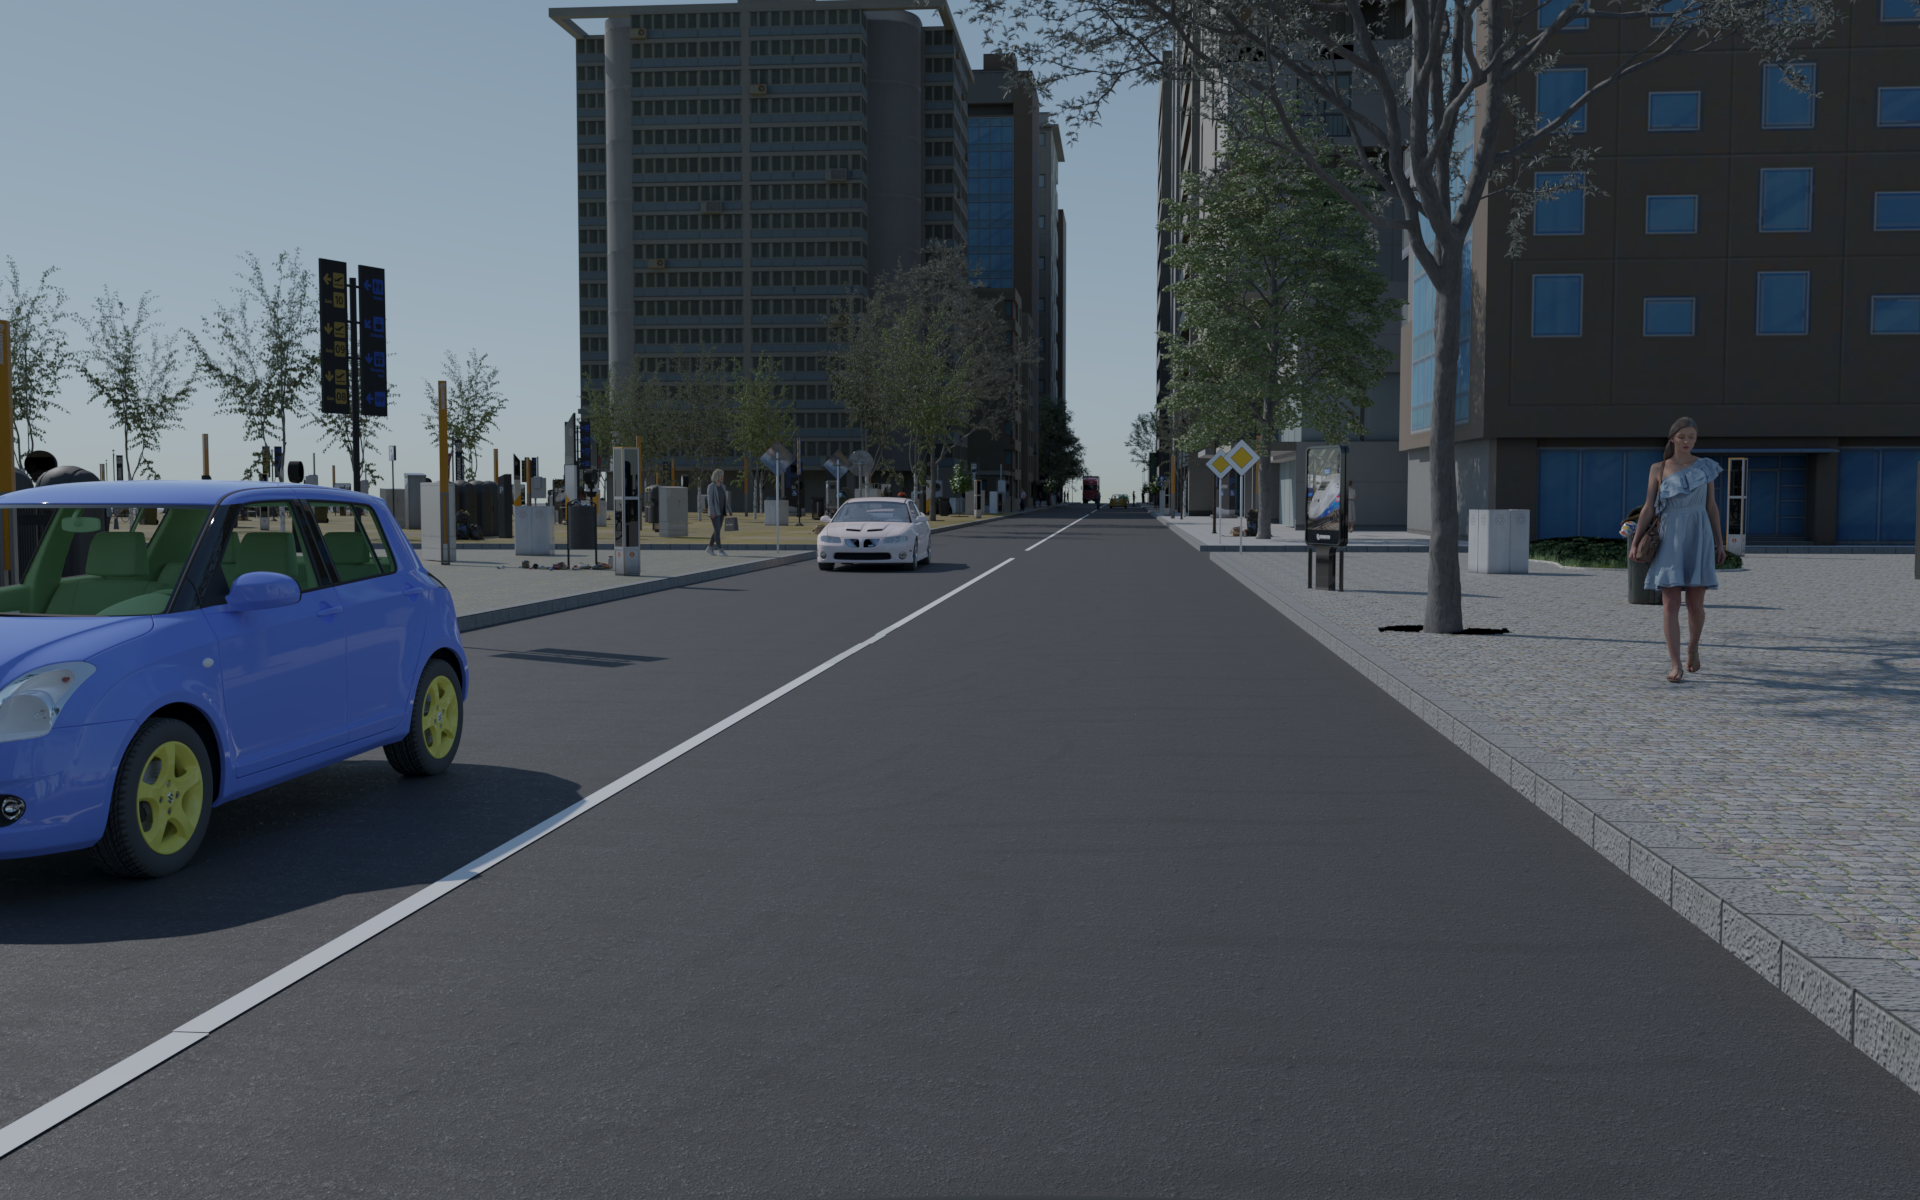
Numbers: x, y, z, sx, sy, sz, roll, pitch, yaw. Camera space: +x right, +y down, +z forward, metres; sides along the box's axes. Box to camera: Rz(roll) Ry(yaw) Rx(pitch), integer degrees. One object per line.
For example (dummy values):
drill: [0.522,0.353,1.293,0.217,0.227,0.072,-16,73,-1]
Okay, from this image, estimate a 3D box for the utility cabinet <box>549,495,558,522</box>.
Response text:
utility cabinet: [-18.176,-4.145,78.939,1.020,1.237,0.306,1,4,13]

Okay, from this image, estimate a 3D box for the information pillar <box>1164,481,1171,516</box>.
information pillar: [12.027,-5.865,100.391,0.304,2.012,0.304,1,4,18]

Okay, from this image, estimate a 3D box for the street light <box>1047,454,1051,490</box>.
street light: [9.506,-12.991,185.198,0.468,5.910,1.993,0,4,5]

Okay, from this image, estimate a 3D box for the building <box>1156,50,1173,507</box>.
building: [31.582,-34.130,181.719,21.300,48.544,21.600,0,4,5]

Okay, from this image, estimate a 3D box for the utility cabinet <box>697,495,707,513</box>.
utility cabinet: [-17.558,-6.604,119.138,1.020,1.237,0.306,1,4,15]

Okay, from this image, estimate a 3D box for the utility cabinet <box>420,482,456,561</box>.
utility cabinet: [-9.981,-1.498,33.164,0.318,1.500,1.173,-2,4,-34]

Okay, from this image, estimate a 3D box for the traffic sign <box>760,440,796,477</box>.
traffic sign: [-3.974,-2.166,37.609,0.795,2.593,0.064,0,4,5]

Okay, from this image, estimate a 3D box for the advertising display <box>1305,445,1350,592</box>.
advertising display: [4.882,-1.093,23.080,0.123,1.923,0.974,-1,4,-17]

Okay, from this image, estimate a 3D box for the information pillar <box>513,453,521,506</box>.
information pillar: [-25.537,-6.635,99.838,0.183,3.616,0.504,2,4,32]

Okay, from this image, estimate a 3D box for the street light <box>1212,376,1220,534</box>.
street light: [8.261,-5.094,56.068,0.468,5.910,1.993,0,4,5]

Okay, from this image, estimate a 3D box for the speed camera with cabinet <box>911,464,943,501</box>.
speed camera with cabinet: [-2.166,-7.327,114.127,2.038,3.252,0.660,1,4,9]

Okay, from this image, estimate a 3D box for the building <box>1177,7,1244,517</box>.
building: [24.649,-29.552,106.878,21.300,48.544,21.600,0,4,5]

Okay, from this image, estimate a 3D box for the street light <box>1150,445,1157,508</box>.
street light: [18.476,-11.694,163.977,0.468,5.910,1.993,0,4,5]

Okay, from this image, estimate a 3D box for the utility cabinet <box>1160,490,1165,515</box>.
utility cabinet: [12.730,-6.014,107.003,0.318,1.500,1.173,-1,4,-18]

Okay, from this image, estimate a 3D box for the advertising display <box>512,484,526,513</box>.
advertising display: [-28.778,-6.583,112.843,0.974,1.923,0.123,-3,5,-43]

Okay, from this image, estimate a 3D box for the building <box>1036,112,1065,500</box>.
building: [-0.048,-40.050,244.049,28.713,52.752,27.495,0,4,5]

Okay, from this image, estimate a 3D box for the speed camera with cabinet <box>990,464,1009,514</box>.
speed camera with cabinet: [2.615,-7.321,114.036,0.660,3.252,2.038,2,4,25]

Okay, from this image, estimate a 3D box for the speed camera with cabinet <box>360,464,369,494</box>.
speed camera with cabinet: [-39.399,-7.312,113.890,0.660,3.252,2.038,-2,4,-31]

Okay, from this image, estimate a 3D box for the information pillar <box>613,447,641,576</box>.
information pillar: [-5.226,-1.387,27.168,0.304,2.012,0.304,-3,5,-41]

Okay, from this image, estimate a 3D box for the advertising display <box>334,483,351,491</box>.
advertising display: [-36.179,-5.890,101.517,0.974,1.923,0.123,-1,4,-16]

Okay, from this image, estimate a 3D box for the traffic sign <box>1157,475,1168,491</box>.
traffic sign: [13.735,-7.176,117.431,0.768,2.556,0.104,1,4,12]

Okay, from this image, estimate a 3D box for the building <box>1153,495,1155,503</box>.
building: [42.482,-33.132,233.584,32.217,40.220,23.993,0,4,5]

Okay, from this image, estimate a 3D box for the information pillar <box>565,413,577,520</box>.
information pillar: [-11.239,-3.590,50.058,0.504,3.616,0.183,3,5,45]

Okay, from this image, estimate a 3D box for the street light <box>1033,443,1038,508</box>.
street light: [6.687,-11.091,154.122,0.468,5.910,1.993,0,4,5]

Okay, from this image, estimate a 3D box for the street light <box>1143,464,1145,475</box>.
street light: [23.332,-14.813,214.980,0.468,5.910,1.993,0,4,5]

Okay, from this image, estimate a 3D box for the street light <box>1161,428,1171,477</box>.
street light: [14.206,-8.906,118.404,0.468,5.910,1.993,0,4,5]

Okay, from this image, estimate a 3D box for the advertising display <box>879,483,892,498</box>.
advertising display: [-4.418,-5.973,102.864,0.123,1.923,0.974,3,4,38]

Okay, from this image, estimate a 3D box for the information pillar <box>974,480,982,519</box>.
information pillar: [0.932,-5.285,90.902,0.304,2.012,0.304,-2,4,-23]

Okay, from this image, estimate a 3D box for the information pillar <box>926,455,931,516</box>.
information pillar: [-1.772,-6.819,102.852,0.504,3.616,0.183,0,4,-5]

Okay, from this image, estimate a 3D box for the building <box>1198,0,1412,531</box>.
building: [24.094,-29.518,71.862,28.713,52.752,27.495,0,4,5]

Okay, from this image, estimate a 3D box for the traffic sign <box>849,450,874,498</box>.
traffic sign: [-2.884,-3.065,50.225,0.768,2.556,0.104,1,4,10]

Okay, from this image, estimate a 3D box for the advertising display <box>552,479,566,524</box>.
advertising display: [-17.035,-4.216,74.144,0.123,1.923,0.974,2,4,34]

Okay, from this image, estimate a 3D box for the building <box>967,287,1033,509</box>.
building: [-7.771,-19.321,160.931,27.650,21.520,28.899,0,4,5]

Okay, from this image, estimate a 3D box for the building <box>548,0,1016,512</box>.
building: [-12.197,-27.008,133.462,32.217,40.220,23.993,0,4,5]

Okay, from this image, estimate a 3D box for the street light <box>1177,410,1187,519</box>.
street light: [11.198,-7.007,87.347,0.468,5.910,1.993,0,4,5]

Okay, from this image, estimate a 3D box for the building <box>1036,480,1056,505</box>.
building: [-4.106,-32.218,218.642,32.217,40.220,23.993,0,4,5]

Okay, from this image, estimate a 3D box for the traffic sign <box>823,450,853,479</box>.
traffic sign: [-3.221,-2.653,45.559,0.795,2.593,0.064,0,4,5]

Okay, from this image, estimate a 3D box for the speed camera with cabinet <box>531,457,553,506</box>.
speed camera with cabinet: [-21.573,-5.945,91.543,2.038,3.252,0.660,0,4,1]

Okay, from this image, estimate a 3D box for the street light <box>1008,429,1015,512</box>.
street light: [3.643,-9.165,122.641,0.468,5.910,1.993,0,4,5]

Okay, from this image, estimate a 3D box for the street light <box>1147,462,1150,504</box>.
street light: [21.462,-13.604,195.206,0.468,5.910,1.993,0,4,5]

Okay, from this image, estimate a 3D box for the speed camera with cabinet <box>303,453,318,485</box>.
speed camera with cabinet: [-31.430,-5.456,83.542,0.660,3.252,2.038,-2,4,-29]

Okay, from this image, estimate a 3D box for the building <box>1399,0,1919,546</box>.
building: [20.815,-24.355,48.309,14.200,45.320,14.600,0,4,5]

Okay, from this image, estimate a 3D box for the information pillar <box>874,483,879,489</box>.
information pillar: [-5.658,-6.878,116.947,0.304,2.012,0.304,-1,4,-8]

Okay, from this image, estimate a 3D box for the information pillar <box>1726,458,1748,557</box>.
information pillar: [15.867,-1.889,35.369,0.304,2.012,0.304,3,4,37]

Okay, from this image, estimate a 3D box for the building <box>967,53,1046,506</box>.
building: [0.997,-32.469,180.983,14.600,45.320,14.200,0,4,5]

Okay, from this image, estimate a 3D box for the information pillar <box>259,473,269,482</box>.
information pillar: [-24.539,-3.461,61.086,0.304,2.012,0.304,-1,4,-18]

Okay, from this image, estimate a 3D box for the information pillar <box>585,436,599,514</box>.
information pillar: [-13.913,-4.536,65.514,0.504,3.616,0.183,1,4,20]

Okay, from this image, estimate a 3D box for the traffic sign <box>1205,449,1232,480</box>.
traffic sign: [6.727,-2.594,44.600,0.795,2.593,0.064,0,4,5]

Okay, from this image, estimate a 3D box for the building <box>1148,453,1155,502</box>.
building: [39.911,-57.939,259.980,22.319,86.520,31.000,0,4,5]

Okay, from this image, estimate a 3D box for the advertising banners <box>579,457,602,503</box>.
advertising banners: [-17.931,-5.234,81.757,2.074,3.025,0.090,0,4,-3]

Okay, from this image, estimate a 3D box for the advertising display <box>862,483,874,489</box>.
advertising display: [-5.563,-6.019,103.618,0.974,1.923,0.123,2,4,33]

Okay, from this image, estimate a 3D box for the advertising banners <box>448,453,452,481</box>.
advertising banners: [-22.743,-4.757,73.972,2.074,3.025,0.090,-1,4,-18]

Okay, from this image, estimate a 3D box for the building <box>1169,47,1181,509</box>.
building: [29.695,-37.592,156.622,21.231,58.520,28.212,0,4,5]

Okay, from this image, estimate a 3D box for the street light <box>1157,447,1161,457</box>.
street light: [15.549,-9.794,132.912,0.468,5.910,1.993,0,4,5]

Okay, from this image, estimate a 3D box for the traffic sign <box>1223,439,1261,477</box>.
traffic sign: [5.974,-2.108,36.651,0.795,2.593,0.064,0,4,5]

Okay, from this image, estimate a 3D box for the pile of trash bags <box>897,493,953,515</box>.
pile of trash bags: [-2.275,-6.024,108.252,3.447,1.369,1.912,-1,4,-21]

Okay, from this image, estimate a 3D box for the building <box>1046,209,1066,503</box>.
building: [9.054,-37.592,264.732,14.600,45.320,14.200,0,4,5]
